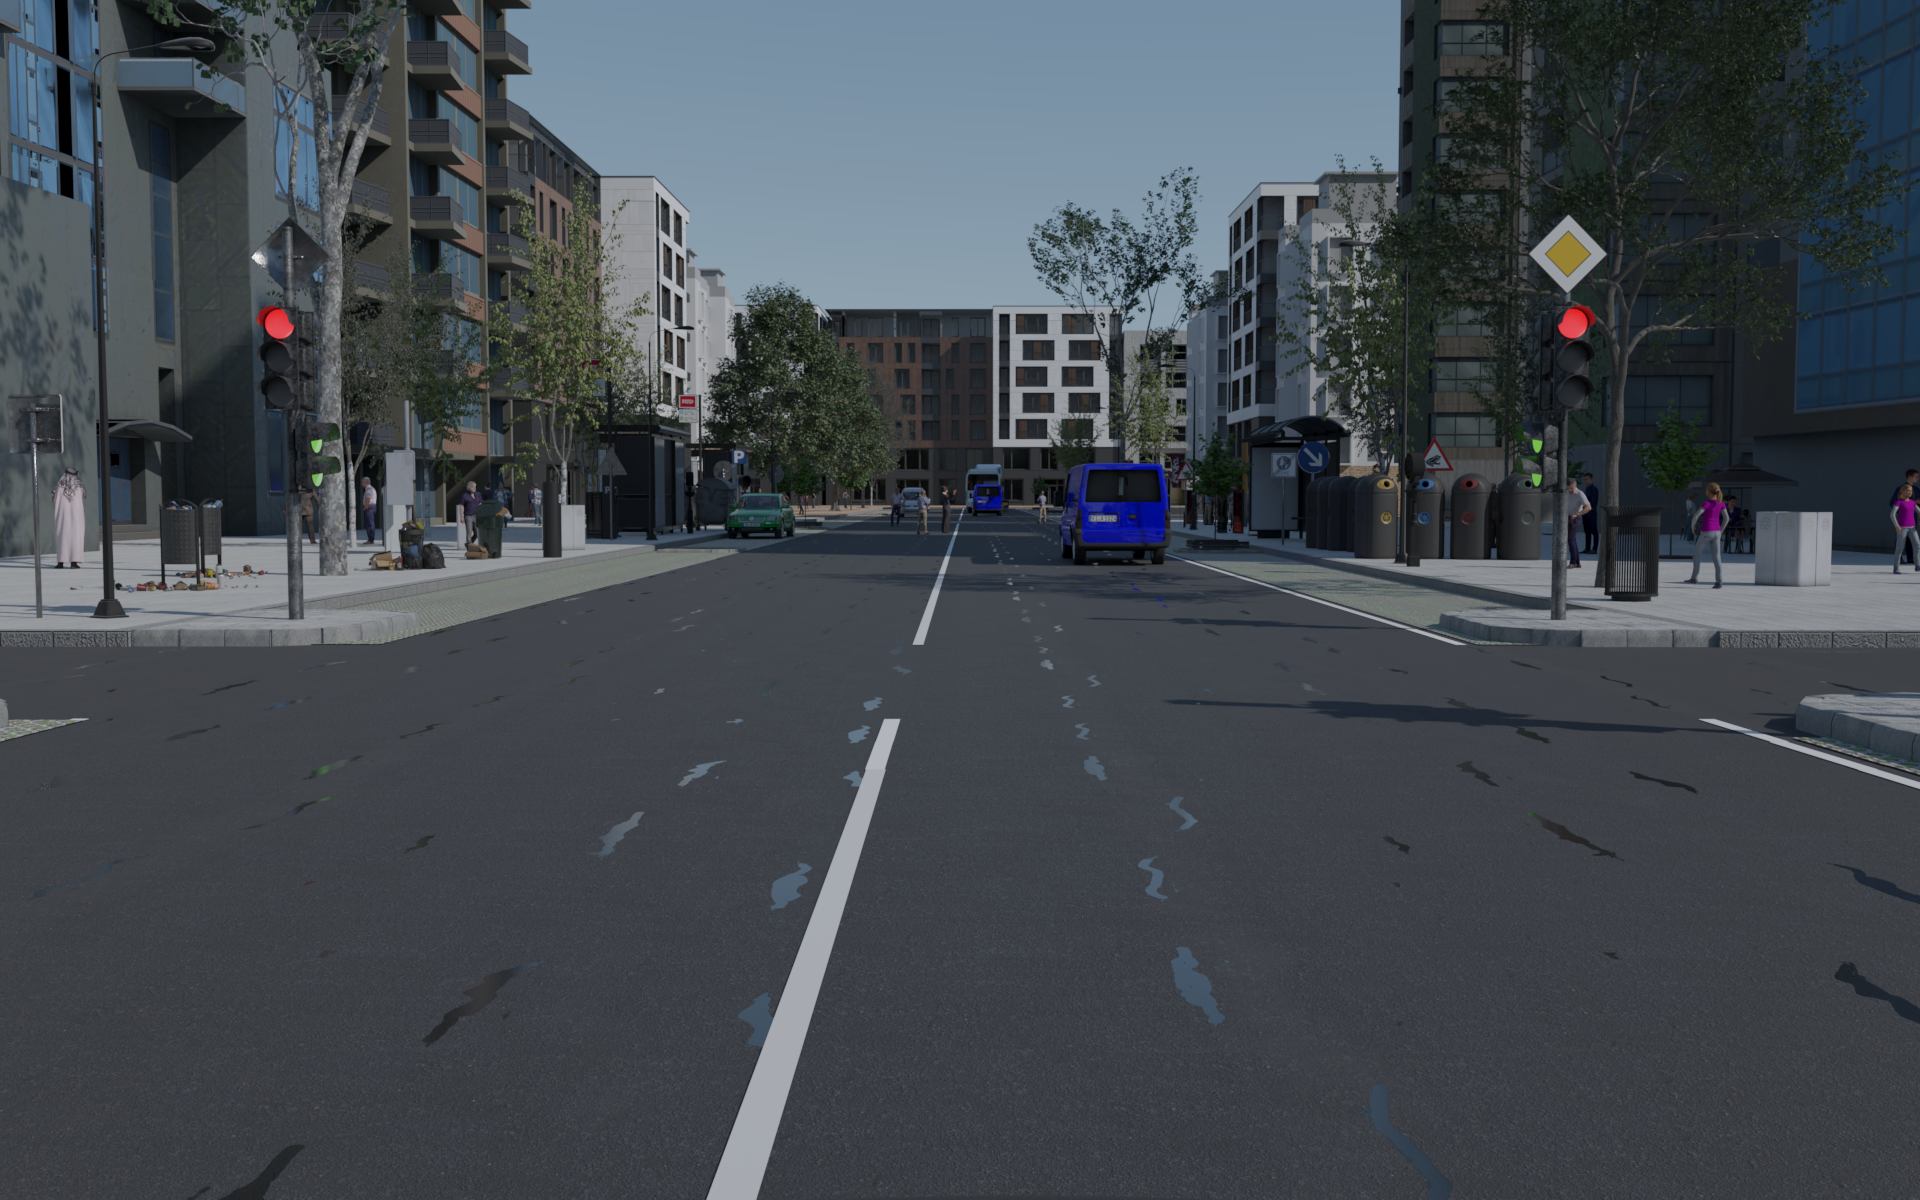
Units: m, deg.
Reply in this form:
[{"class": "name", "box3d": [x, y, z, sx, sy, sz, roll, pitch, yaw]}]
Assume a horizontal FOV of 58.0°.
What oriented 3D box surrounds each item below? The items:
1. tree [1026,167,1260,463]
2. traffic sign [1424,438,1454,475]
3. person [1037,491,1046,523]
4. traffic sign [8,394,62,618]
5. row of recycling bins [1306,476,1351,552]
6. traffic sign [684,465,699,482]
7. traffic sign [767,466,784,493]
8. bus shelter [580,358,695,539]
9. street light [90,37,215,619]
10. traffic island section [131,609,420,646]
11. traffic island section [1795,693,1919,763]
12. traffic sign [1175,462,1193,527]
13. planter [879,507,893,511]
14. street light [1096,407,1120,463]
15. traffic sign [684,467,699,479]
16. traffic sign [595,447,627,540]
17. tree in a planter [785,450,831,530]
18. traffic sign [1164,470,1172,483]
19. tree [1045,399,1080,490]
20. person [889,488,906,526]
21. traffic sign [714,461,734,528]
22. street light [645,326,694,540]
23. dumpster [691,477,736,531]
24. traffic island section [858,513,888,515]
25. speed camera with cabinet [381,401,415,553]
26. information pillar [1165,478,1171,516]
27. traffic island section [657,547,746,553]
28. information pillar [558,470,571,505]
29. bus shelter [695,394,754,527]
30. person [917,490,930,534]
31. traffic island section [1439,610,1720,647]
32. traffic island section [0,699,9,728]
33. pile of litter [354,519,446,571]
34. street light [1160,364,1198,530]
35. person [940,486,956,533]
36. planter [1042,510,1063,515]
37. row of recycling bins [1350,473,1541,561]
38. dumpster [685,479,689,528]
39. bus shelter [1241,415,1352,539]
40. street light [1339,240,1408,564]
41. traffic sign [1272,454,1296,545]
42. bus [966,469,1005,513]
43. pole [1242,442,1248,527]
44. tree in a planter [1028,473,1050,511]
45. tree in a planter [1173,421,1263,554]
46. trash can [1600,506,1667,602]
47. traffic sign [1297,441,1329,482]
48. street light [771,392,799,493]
[{"class": "tree", "box3d": [10.719, -14.915, 99.744, 12.611, 20.169, 13.585, 0, 3, 0]}, {"class": "traffic sign", "box3d": [10.950, -2.450, 40.056, 0.884, 2.594, 0.081, 0, 4, 8]}, {"class": "person", "box3d": [4.003, -4.541, 84.809, 0.516, 1.574, 0.319, -2, 4, -24]}, {"class": "traffic sign", "box3d": [-9.518, -0.961, 17.844, 0.606, 2.300, 0.079, 1, 4, 10]}, {"class": "row of recycling bins", "box3d": [8.779, -1.987, 39.599, 1.069, 1.692, 3.534, 0, 4, -8]}, {"class": "traffic sign", "box3d": [-12.093, -4.737, 77.445, 0.884, 2.594, 0.081, 0, 4, 2]}, {"class": "traffic sign", "box3d": [-8.475, -4.863, 79.622, 0.768, 2.556, 0.104, 0, 4, 3]}, {"class": "bus shelter", "box3d": [-10.107, -4.657, 53.776, 2.179, 5.291, 8.768, 0, 3, 0]}, {"class": "street light", "box3d": [-8.287, -2.768, 17.792, 1.470, 5.913, 1.316, 0, 4, 0]}, {"class": "traffic island section", "box3d": [-6.815, 0.278, 17.740, 2.009, 0.180, 2.903, 0, 4, 0]}, {"class": "traffic island section", "box3d": [6.087, 0.770, 9.687, 2.009, 0.180, 2.903, 0, 4, 0]}, {"class": "traffic sign", "box3d": [8.876, -4.164, 68.092, 0.884, 2.594, 0.081, 0, 4, 7]}, {"class": "planter", "box3d": [-5.850, -7.696, 146.966, 1.991, 0.319, 1.994, 0, 4, 0]}, {"class": "street light", "box3d": [7.923, -7.328, 92.348, 1.470, 5.913, 1.316, 0, 4, 0]}, {"class": "traffic sign", "box3d": [-12.196, -4.809, 78.732, 0.768, 2.556, 0.104, 0, 4, 5]}, {"class": "traffic sign", "box3d": [-9.676, -2.937, 48.019, 0.884, 2.594, 0.081, 0, 4, 1]}, {"class": "tree in a planter", "box3d": [-6.241, -4.439, 69.808, 1.991, 3.239, 1.994, 0, 4, 0]}, {"class": "traffic sign", "box3d": [10.992, -5.618, 91.965, 0.768, 2.556, 0.104, 0, 4, 7]}, {"class": "tree", "box3d": [8.690, -10.980, 129.883, 4.737, 8.622, 4.395, 0, 3, 0]}, {"class": "person", "box3d": [-2.844, -4.176, 77.716, 0.756, 1.711, 0.436, 2, 4, 26]}, {"class": "traffic sign", "box3d": [-9.014, -4.032, 66.022, 0.768, 2.556, 0.104, 0, 4, 2]}, {"class": "street light", "box3d": [-8.021, -4.609, 47.896, 1.470, 5.913, 1.316, 0, 4, 0]}, {"class": "dumpster", "box3d": [-8.553, -3.345, 60.447, 1.264, 1.857, 1.865, 0, 4, 0]}, {"class": "traffic island section", "box3d": [-5.990, -5.916, 119.599, 1.991, 0.108, 1.994, 0, 4, 0]}, {"class": "speed camera with cabinet", "box3d": [-12.138, -2.629, 37.327, 0.660, 3.252, 2.038, -1, 4, -21]}, {"class": "information pillar", "box3d": [9.258, -4.486, 77.834, 0.304, 2.012, 0.304, 3, 4, 39]}, {"class": "traffic island section", "box3d": [-6.357, -1.229, 42.960, 1.991, 0.108, 1.994, 0, 4, 0]}, {"class": "information pillar", "box3d": [-12.094, -2.965, 52.974, 0.304, 2.012, 0.304, 0, 4, 6]}, {"class": "bus shelter", "box3d": [-10.235, -5.802, 72.501, 2.179, 5.291, 8.768, 0, 4, 0]}, {"class": "person", "box3d": [-1.324, -3.128, 61.699, 0.516, 1.574, 0.319, 2, 4, 35]}, {"class": "traffic island section", "box3d": [6.126, 0.282, 17.672, 2.009, 0.180, 2.903, 0, 4, 0]}, {"class": "traffic island section", "box3d": [-6.854, 0.766, 9.755, 2.009, 0.180, 2.903, 0, 4, 0]}, {"class": "pile of litter", "box3d": [-9.520, -0.949, 29.481, 1.719, 0.858, 1.176, -3, 4, -38]}, {"class": "street light", "box3d": [7.830, -5.467, 61.925, 1.470, 5.913, 1.316, 0, 4, 0]}, {"class": "person", "box3d": [-0.405, -3.344, 63.979, 0.742, 1.727, 0.445, 2, 4, 27]}, {"class": "planter", "box3d": [6.625, -6.015, 119.485, 1.991, 0.319, 1.994, 0, 4, 0]}, {"class": "row of recycling bins", "box3d": [9.588, -1.654, 34.163, 3.534, 1.692, 1.069, 1, 4, 15]}, {"class": "dumpster", "box3d": [-10.494, -3.580, 64.299, 1.264, 1.857, 1.865, 0, 3, 0]}, {"class": "bus shelter", "box3d": [9.096, -3.268, 47.355, 2.014, 3.302, 5.546, 0, 4, 0]}, {"class": "street light", "box3d": [7.623, -3.626, 31.821, 1.470, 5.913, 1.316, 0, 4, 0]}, {"class": "traffic sign", "box3d": [8.106, -2.525, 43.421, 0.606, 2.300, 0.079, 0, 4, 8]}, {"class": "bus", "box3d": [1.919, -8.480, 133.513, 2.948, 3.499, 13.247, 0, 4, 2]}, {"class": "pole", "box3d": [11.094, -4.498, 67.393, 0.158, 3.312, 0.155, 0, 3, 0]}, {"class": "tree in a planter", "box3d": [6.752, -9.120, 146.340, 1.991, 3.239, 1.994, 0, 4, 0]}, {"class": "tree in a planter", "box3d": [6.244, -2.753, 42.241, 1.991, 3.239, 1.994, 0, 4, 0]}, {"class": "trash can", "box3d": [8.077, -0.560, 20.812, 0.748, 1.137, 0.748, 0, 3, 0]}, {"class": "traffic sign", "box3d": [8.545, -2.560, 41.968, 0.768, 2.556, 0.104, 0, 4, 6]}, {"class": "street light", "box3d": [-8.001, -6.492, 78.691, 1.470, 5.913, 1.316, 0, 4, 0]}]
